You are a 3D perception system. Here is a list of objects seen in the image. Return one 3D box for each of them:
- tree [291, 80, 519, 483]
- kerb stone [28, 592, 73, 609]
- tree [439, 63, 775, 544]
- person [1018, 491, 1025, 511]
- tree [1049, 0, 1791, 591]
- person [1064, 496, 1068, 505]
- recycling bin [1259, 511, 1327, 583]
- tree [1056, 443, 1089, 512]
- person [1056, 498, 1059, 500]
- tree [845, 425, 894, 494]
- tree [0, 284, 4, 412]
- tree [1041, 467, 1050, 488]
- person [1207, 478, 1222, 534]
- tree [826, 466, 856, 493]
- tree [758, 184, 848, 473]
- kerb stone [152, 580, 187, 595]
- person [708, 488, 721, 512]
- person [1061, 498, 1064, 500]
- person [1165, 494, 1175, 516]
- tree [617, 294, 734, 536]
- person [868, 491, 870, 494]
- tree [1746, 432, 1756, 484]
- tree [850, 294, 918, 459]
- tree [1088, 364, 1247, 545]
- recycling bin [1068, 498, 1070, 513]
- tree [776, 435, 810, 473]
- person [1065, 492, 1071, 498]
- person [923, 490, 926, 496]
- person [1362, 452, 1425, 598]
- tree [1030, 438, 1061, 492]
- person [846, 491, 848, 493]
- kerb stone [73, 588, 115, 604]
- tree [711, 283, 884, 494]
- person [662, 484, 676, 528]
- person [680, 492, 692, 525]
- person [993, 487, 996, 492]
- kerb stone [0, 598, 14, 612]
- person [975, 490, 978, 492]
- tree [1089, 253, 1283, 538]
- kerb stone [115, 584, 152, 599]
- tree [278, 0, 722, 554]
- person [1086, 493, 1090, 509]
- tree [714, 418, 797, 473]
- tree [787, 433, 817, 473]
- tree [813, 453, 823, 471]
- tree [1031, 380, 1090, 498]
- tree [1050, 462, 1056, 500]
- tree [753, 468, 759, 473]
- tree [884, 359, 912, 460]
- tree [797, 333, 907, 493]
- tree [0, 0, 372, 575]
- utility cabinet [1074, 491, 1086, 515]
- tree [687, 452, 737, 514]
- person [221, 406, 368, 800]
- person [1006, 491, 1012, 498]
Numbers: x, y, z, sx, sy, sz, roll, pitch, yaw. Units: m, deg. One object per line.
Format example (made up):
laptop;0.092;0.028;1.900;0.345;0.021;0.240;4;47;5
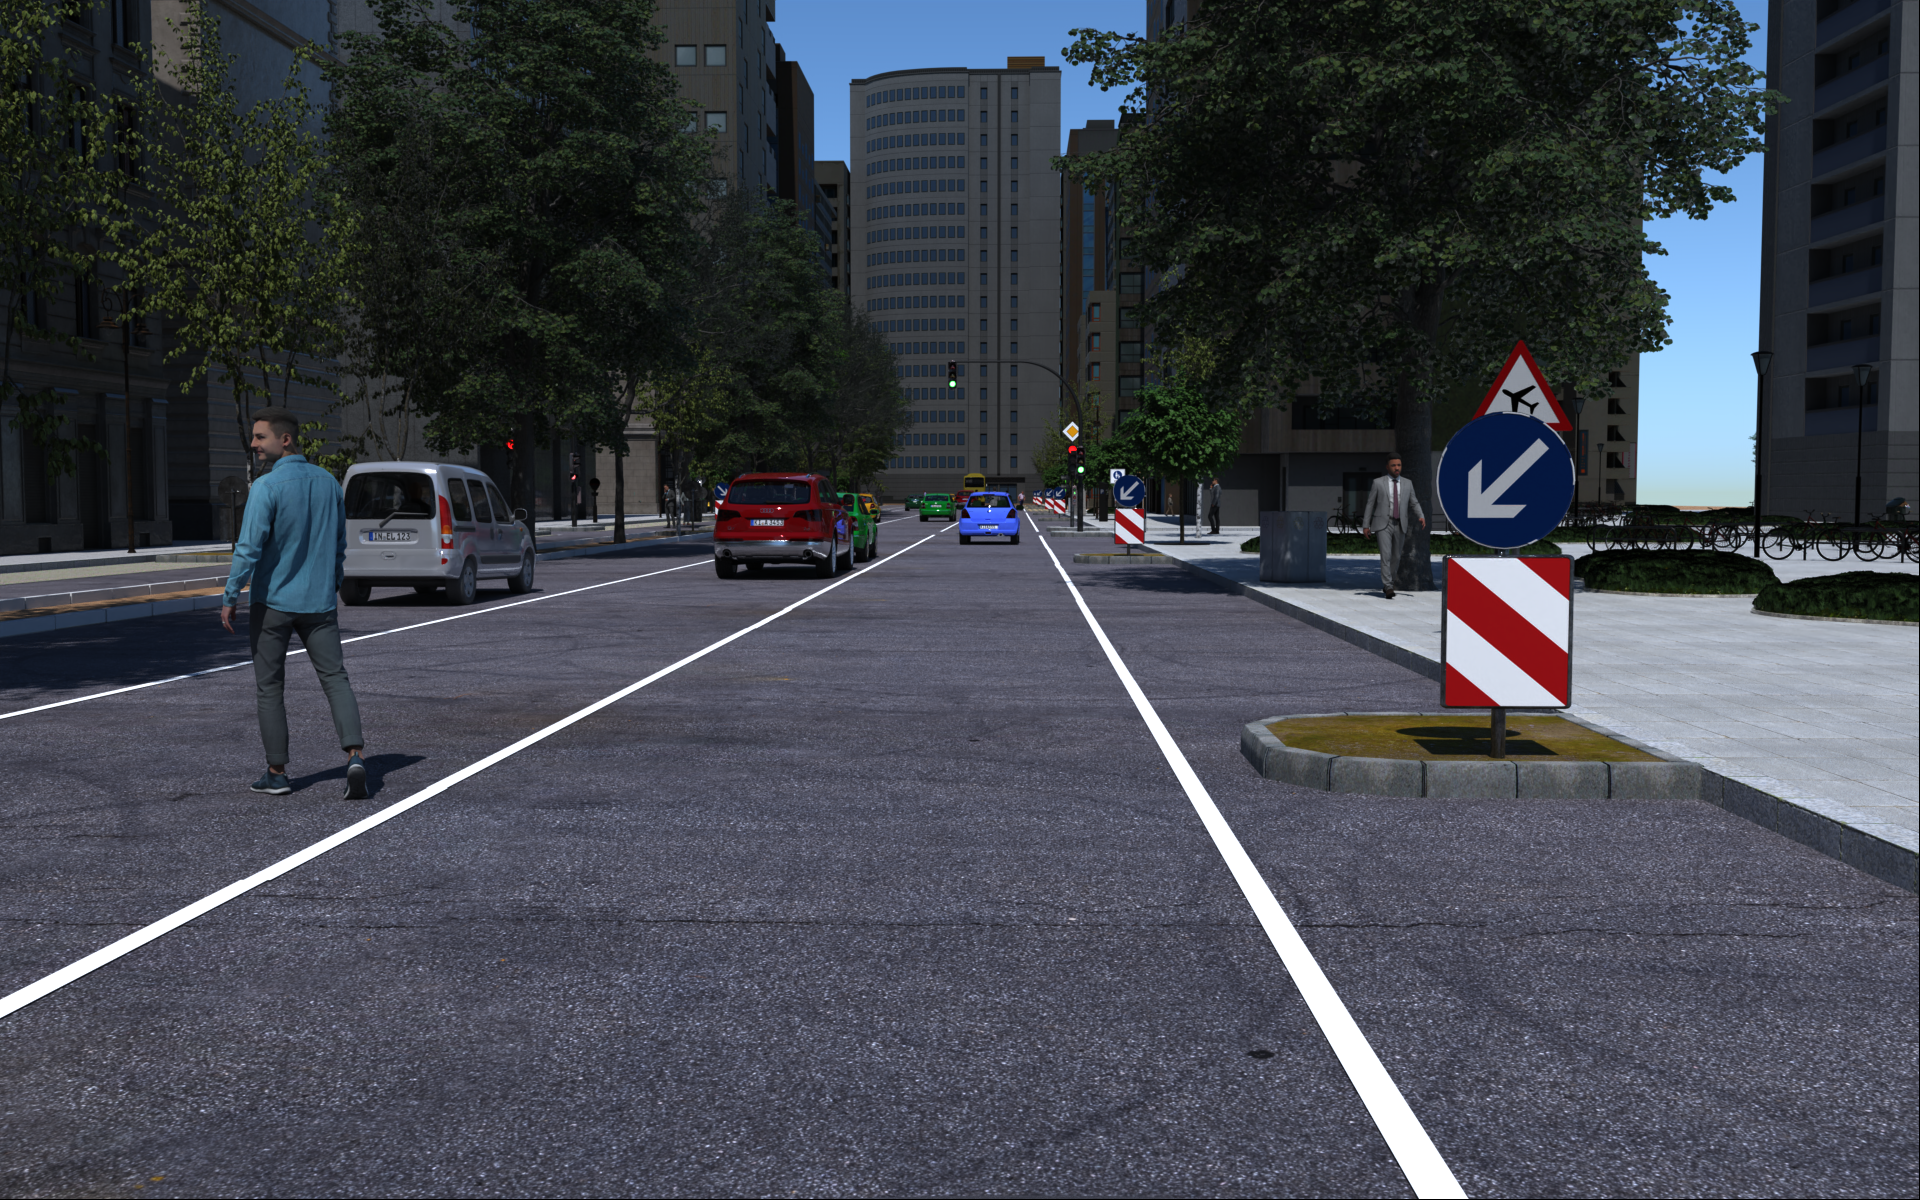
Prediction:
tree;-10.062;-4.780;30.976;4.360;8.622;3.978;0;3;0
kerb stone;-11.583;0.018;21.899;0.120;0.150;1.000;0;4;2
tree;-9.712;-8.331;49.032;12.009;13.543;11.850;0;3;0
person;5.391;-8.620;150.380;0.756;1.711;0.436;-1;4;-23
tree;5.939;-7.109;22.890;9.857;13.997;8.962;0;3;0
person;11.775;-11.418;192.684;1.348;1.831;0.705;2;4;30
recycling bin;4.869;-0.781;25.320;0.722;1.027;0.722;-2;4;-25
tree;7.713;-6.241;85.757;4.285;4.588;4.351;0;3;0
person;12.270;-12.965;218.961;0.756;1.711;0.436;2;4;27
tree;-7.022;-10.969;132.157;4.737;8.622;4.395;0;3;0
tree;-10.431;-3.978;17.856;4.737;8.622;4.395;0;3;0
tree;8.483;-8.614;124.554;4.285;4.588;4.351;0;3;0
person;8.152;-3.015;55.518;0.473;1.802;0.592;2;4;32
tree;-13.160;-12.749;192.159;4.285;4.588;4.351;0;3;0
tree;-9.046;-9.970;72.116;9.857;13.997;8.962;0;3;0
kerb stone;-11.484;-0.170;24.977;0.120;0.150;1.000;0;4;2
person;-16.884;-6.995;120.634;1.509;1.804;0.699;2;4;28
person;8.830;-8.774;149.455;0.705;1.831;1.348;1;4;9
person;12.065;-5.453;99.469;0.640;1.303;0.475;-1;4;-16
tree;-9.411;-6.411;57.633;4.737;8.622;4.395;0;3;0
person;-9.081;-9.938;171.001;0.705;1.823;1.348;-2;4;-30
tree;62.707;-9.891;124.629;11.467;7.101;20.602;0;4;2
tree;-8.010;-11.041;93.351;12.009;13.543;11.850;0;3;0
tree;5.651;-3.689;44.028;4.285;4.588;4.351;0;3;0
recycling bin;7.942;-6.544;119.544;0.722;1.027;0.722;2;4;34
tree;-14.651;-11.933;145.468;4.360;8.622;3.978;0;3;0
person;11.461;-10.719;181.321;1.348;1.821;0.705;1;4;17
person;-3.878;-10.798;184.908;0.599;1.838;0.709;1;4;9
person;5.340;-0.922;21.397;0.678;1.792;0.850;0;4;-3
tree;11.114;-16.471;219.660;4.360;8.622;3.978;0;3;0
person;-10.498;-9.198;159.713;1.217;1.723;0.721;3;4;38
kerb stone;-11.543;-0.045;22.925;0.120;0.150;1.000;0;4;2
tree;-8.952;-9.416;82.163;9.928;11.665;9.643;0;3;0
person;-12.174;-3.920;72.401;0.655;1.846;0.447;2;4;34
person;-12.563;-4.356;79.825;0.635;1.810;0.391;-3;5;-40
person;1.741;-4.859;88.148;0.606;1.804;0.583;0;4;-2
kerb stone;-11.618;0.081;20.878;0.120;0.150;1.000;0;4;2
person;1.631;-9.824;168.748;0.705;1.869;1.348;3;5;42
tree;7.075;-6.108;50.221;4.737;8.622;4.395;0;3;0
kerb stone;-11.523;-0.105;23.956;0.120;0.150;1.000;0;4;2
tree;-9.706;-7.883;38.000;9.857;13.997;8.962;0;3;0
person;10.596;-8.378;146.275;0.557;1.426;1.065;-3;5;-41
tree;-16.250;-12.335;136.083;7.601;10.594;8.767;0;4;0
tree;-14.326;-12.315;151.707;4.737;8.622;4.395;0;3;0
tree;-14.568;-13.132;165.075;4.360;8.622;3.978;0;3;0
tree;7.519;-9.674;108.529;4.737;8.622;4.395;0;3;0
tree;7.813;-7.134;100.357;4.285;4.588;4.351;0;3;0
tree;-15.291;-8.258;129.621;1.663;3.219;1.824;0;3;0
tree;-7.274;-12.015;124.651;9.928;11.665;9.643;0;3;0
tree;-7.325;-11.942;115.830;7.486;12.596;7.792;0;3;0
tree;-10.448;-4.434;25.320;4.737;8.622;4.395;0;3;0
utility cabinet;7.282;-5.925;105.551;0.318;1.500;1.173;-2;4;-23
tree;-16.207;-7.947;113.654;4.285;4.588;4.351;0;3;0
person;-3.127;0.013;8.149;0.748;1.841;0.638;3;5;44
person;5.739;-12.465;211.934;1.348;1.869;0.705;-1;4;-10
